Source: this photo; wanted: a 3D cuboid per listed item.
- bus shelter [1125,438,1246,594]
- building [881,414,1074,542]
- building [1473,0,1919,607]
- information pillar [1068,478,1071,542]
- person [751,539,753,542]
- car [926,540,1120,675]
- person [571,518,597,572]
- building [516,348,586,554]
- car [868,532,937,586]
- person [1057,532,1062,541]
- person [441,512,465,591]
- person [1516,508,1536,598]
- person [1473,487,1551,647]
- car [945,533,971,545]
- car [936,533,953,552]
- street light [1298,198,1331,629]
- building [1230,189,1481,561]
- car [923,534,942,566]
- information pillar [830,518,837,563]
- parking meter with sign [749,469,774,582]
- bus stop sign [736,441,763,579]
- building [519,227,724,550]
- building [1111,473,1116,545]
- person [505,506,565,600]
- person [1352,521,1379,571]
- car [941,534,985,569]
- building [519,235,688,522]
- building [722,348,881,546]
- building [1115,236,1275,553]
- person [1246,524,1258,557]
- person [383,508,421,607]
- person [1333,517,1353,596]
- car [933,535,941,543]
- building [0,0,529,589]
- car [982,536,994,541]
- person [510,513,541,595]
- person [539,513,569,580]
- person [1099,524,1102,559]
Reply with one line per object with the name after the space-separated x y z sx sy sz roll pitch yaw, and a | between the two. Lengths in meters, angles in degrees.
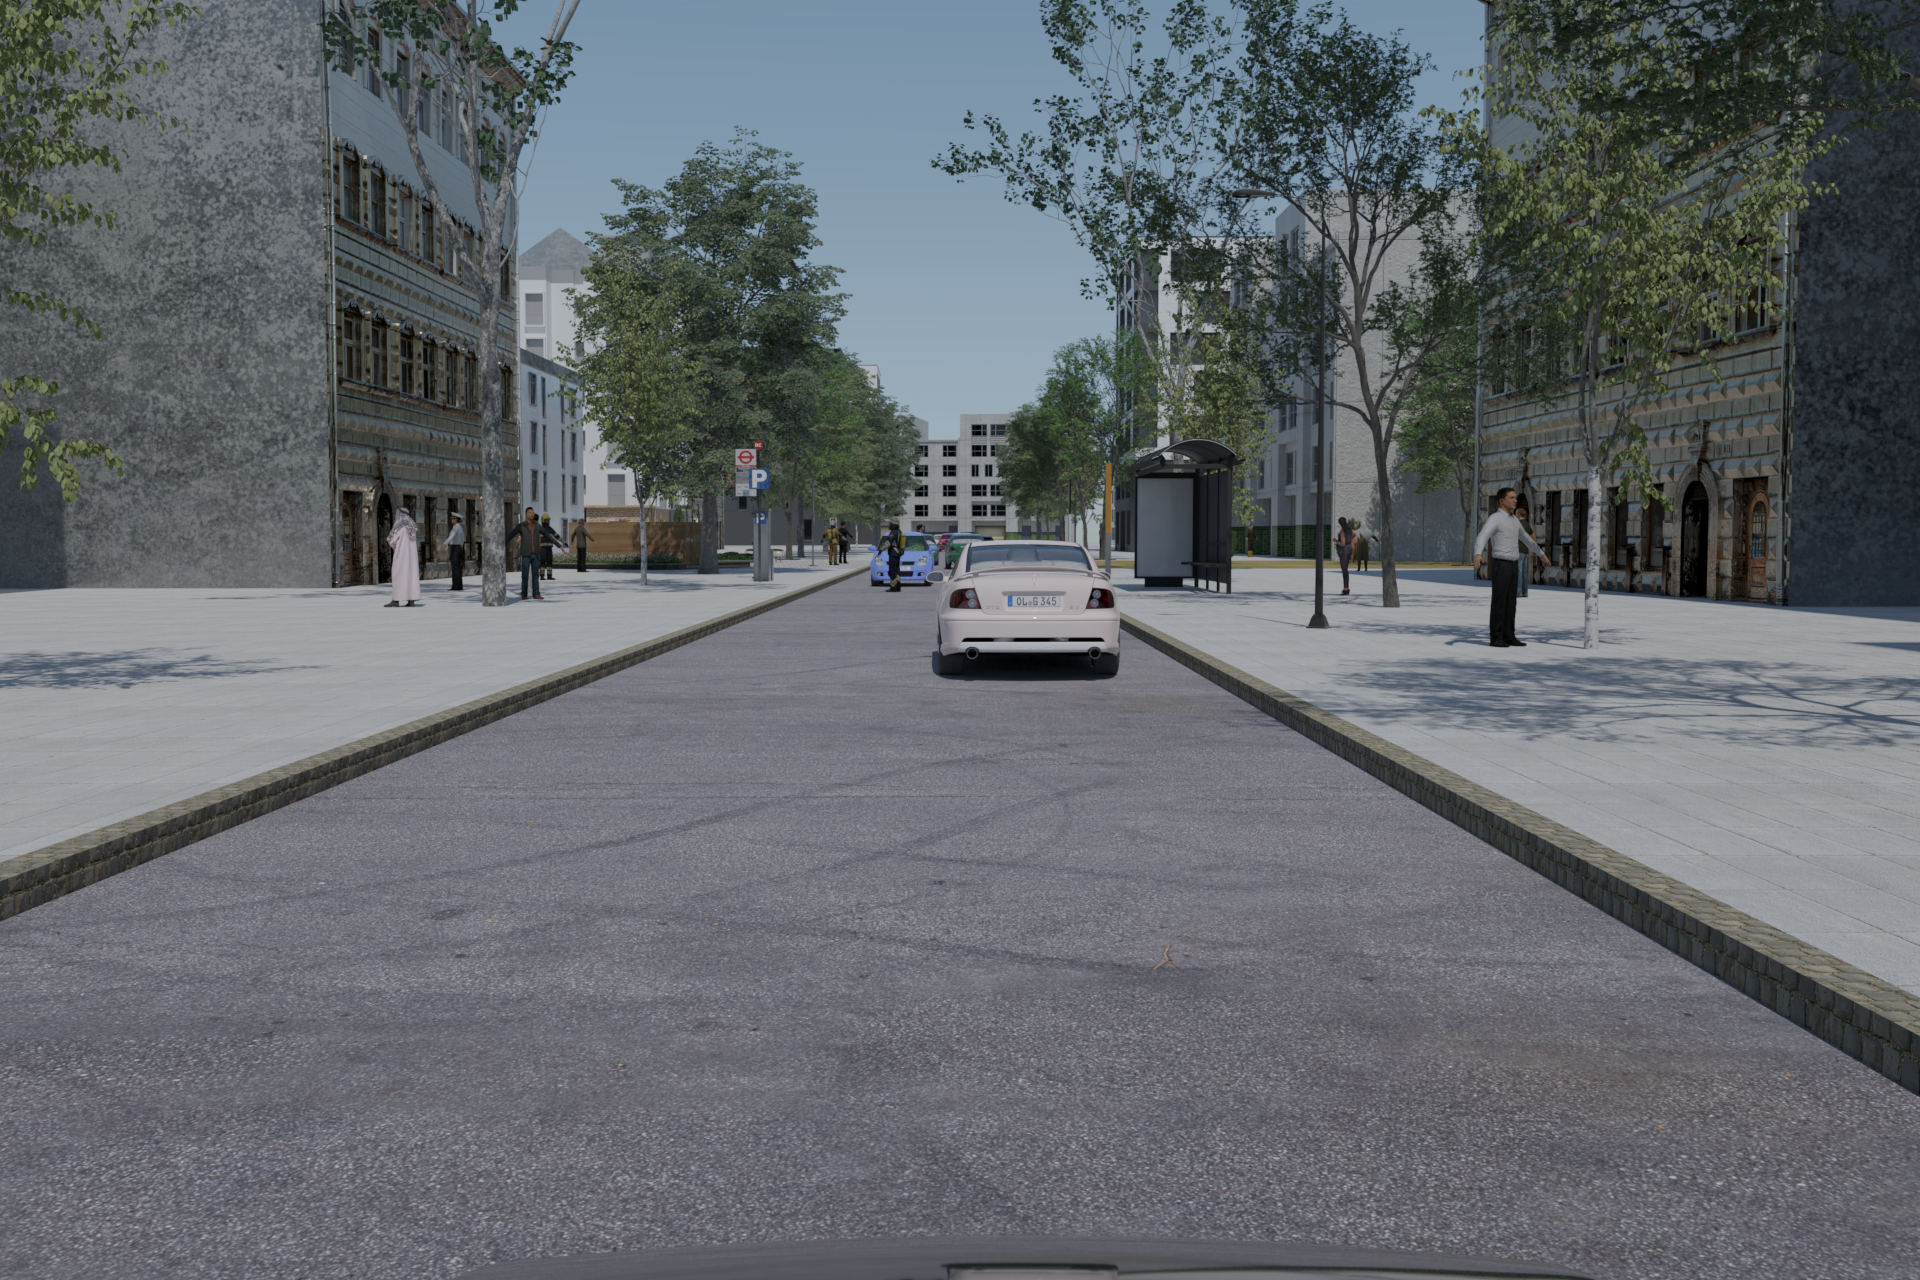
5.012 -2.776 39.315 2.014 3.302 5.546 0 4 0 | bus shelter
1.165 -24.015 261.565 31.486 18.905 16.747 0 4 8 | building
23.737 -12.722 38.941 19.493 23.208 18.063 0 4 0 | building
4.600 -4.974 72.674 0.183 3.616 0.504 0 4 -1 | information pillar
-9.931 -4.787 84.532 0.705 1.796 1.348 -1 4 -19 | person
0.671 -0.405 18.980 2.083 1.381 4.827 0 4 -1 | car
-12.646 -3.169 57.986 1.348 1.807 0.705 3 5 40 | person
-24.371 -9.157 91.860 9.099 9.664 28.070 0 4 0 | building
-1.591 -2.381 48.524 1.945 1.707 3.694 0 4 0 | car
5.903 -5.601 100.847 0.599 1.433 0.991 0 4 8 | person
-11.485 -2.004 39.225 0.721 1.778 1.216 0 4 3 | person
11.290 -1.758 34.960 1.348 1.803 0.705 -3 5 -41 | person
6.226 -0.828 19.702 1.344 1.810 0.704 -3 4 -37 | person
0.108 -5.303 96.296 1.945 1.707 3.694 0 3 0 | car
-0.836 -8.034 140.389 2.155 1.783 4.494 0 3 0 | car
5.428 -3.111 23.407 1.470 5.913 1.316 0 4 0 | street light
26.025 -14.133 97.526 16.747 18.905 31.486 0 4 0 | building
-1.886 -4.183 80.196 2.131 1.459 4.920 0 4 0 | car
-5.698 -4.497 78.010 0.304 2.012 0.304 0 4 0 | information pillar
-5.342 -3.099 46.935 0.543 3.016 1.738 0 4 0 | parking meter with sign
-5.984 -3.725 49.599 0.855 3.939 0.416 0 4 -1 | bus stop sign
-28.718 -18.515 133.640 19.493 23.208 18.063 0 4 -1 | building
23.294 -15.909 202.260 9.099 9.664 28.070 0 4 0 | building
-8.406 -1.704 33.924 1.348 1.821 0.705 -3 4 -36 | person
13.932 -3.256 60.004 1.217 1.736 0.721 0 4 -1 | person
0.290 -3.671 71.824 2.131 1.459 4.920 0 4 -1 | car
-24.517 -15.574 111.052 16.016 20.090 11.380 0 3 0 | building
-23.866 -22.179 206.608 27.936 21.610 32.646 0 4 -1 | building
25.832 -17.821 135.354 27.936 21.610 32.646 0 4 0 | building
16.091 -5.480 95.731 0.704 1.812 1.346 3 4 37 | person
-9.780 -1.451 30.438 0.621 1.740 0.551 0 4 7 | person
7.988 -1.752 36.165 0.415 1.643 0.593 0 4 -3 | person
-1.717 -8.835 156.814 2.083 1.381 4.827 0 4 0 | car
-24.044 -13.343 49.082 19.493 23.208 18.063 0 4 0 | building
1.103 -4.815 91.300 1.945 1.354 3.894 0 4 -1 | car
-9.171 -1.826 36.631 0.721 1.739 1.217 1 4 14 | person
-11.483 -2.589 48.091 0.704 1.858 1.351 3 5 42 | person
7.446 -5.170 90.658 0.705 1.813 1.348 1 4 13 | person
